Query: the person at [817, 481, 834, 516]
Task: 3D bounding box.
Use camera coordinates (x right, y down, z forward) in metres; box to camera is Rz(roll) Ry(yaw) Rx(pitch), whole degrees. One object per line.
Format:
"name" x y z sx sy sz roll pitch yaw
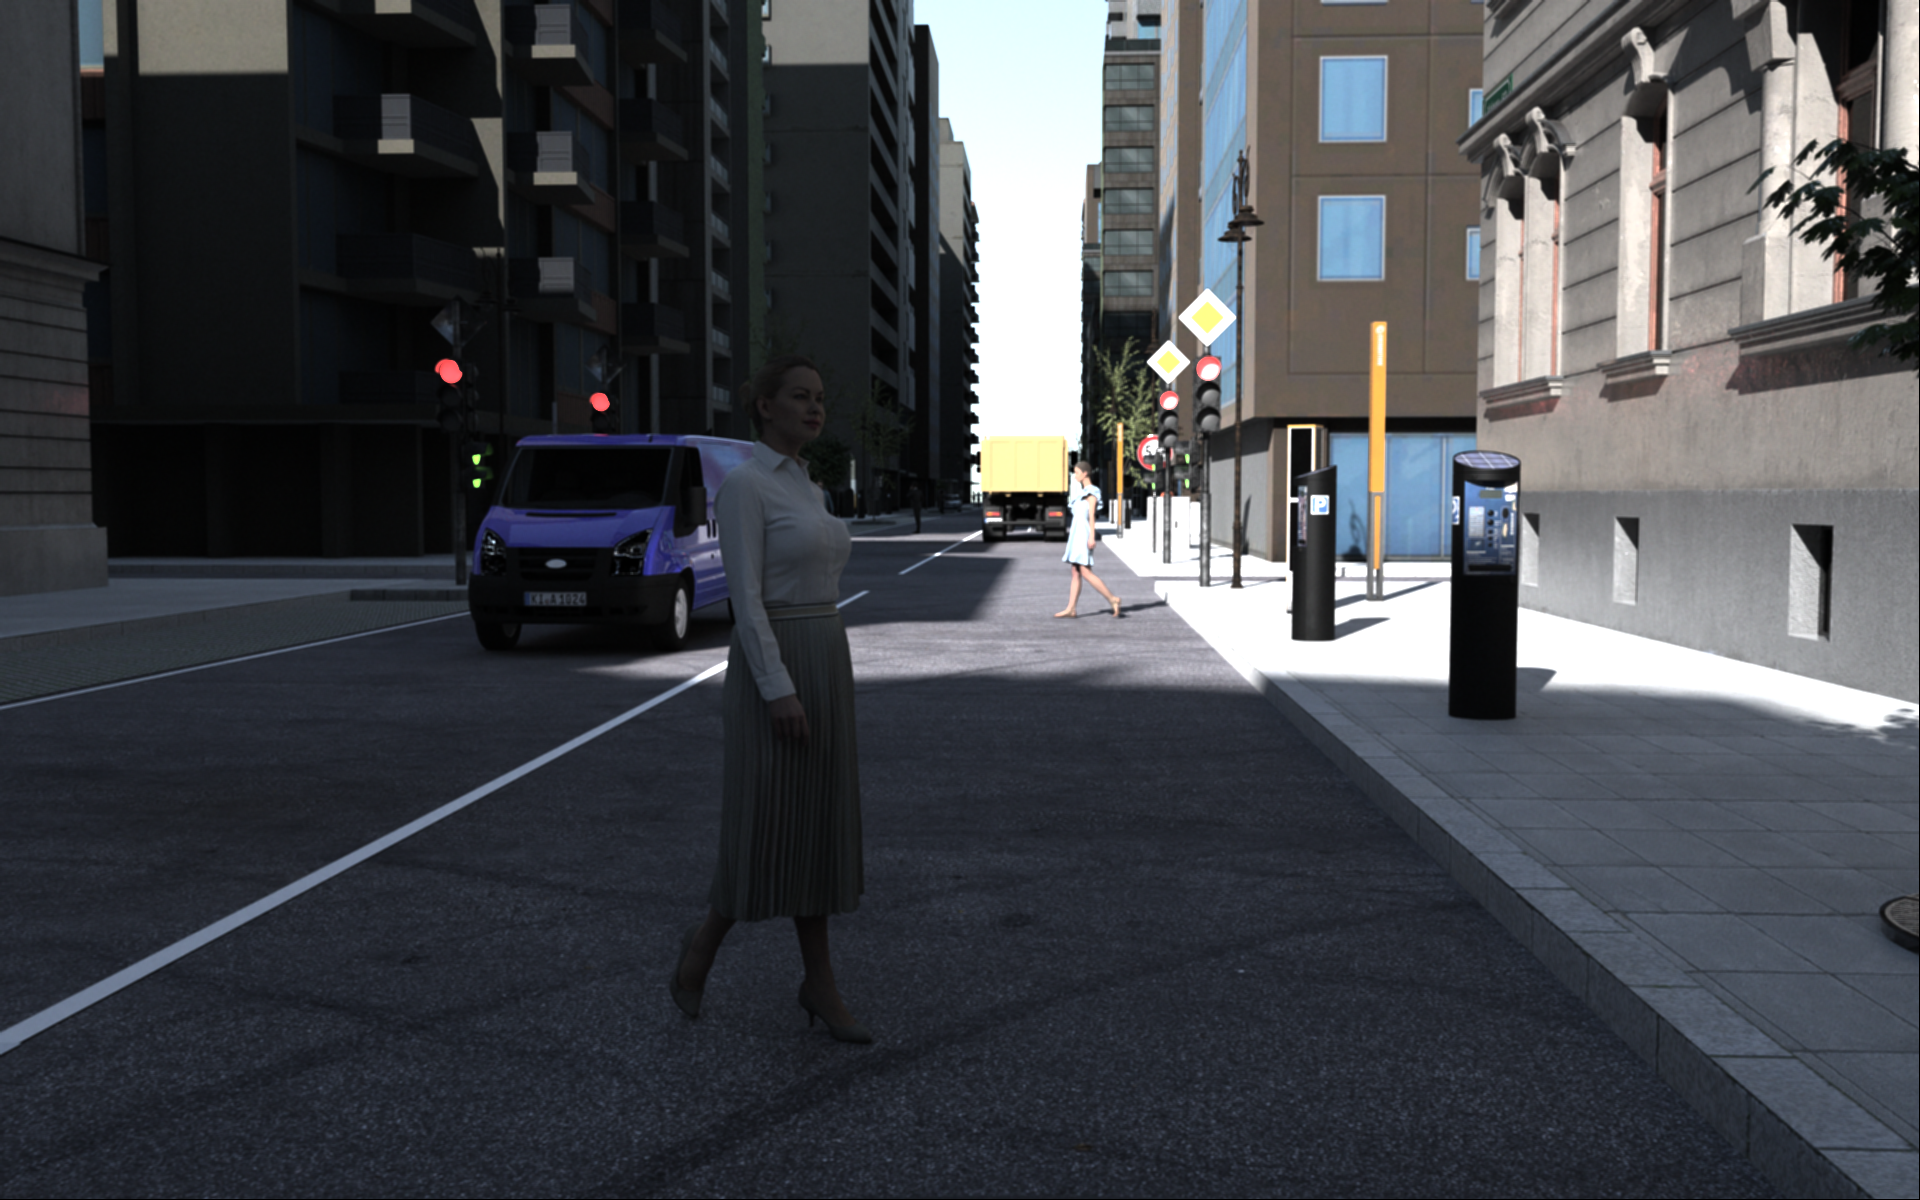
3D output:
"person" -3.992 -2.545 50.130 0.660 1.820 0.620 -1 4 -10

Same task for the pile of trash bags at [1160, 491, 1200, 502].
"pile of trash bags" 7.248 -2.884 56.912 1.912 1.369 3.447 1 4 23

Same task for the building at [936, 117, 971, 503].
"building" -9.661 -36.896 226.953 21.300 48.544 21.600 0 4 3

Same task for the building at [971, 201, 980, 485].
"building" -8.426 -36.551 252.225 22.147 44.769 28.867 0 4 3

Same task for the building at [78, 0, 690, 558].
"building" -19.955 -23.995 46.937 22.147 44.769 28.867 0 4 3

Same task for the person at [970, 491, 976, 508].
"person" 1.339 -10.618 182.626 0.750 1.759 0.617 1 4 13

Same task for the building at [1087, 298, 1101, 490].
"building" 26.393 -19.681 166.818 27.650 21.520 28.899 0 4 3

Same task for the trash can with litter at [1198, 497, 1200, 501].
"trash can with litter" 10.998 -3.981 76.155 2.233 1.210 1.678 2 4 34

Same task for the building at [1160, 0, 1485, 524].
"building" 17.659 -26.841 88.966 14.600 45.320 14.200 0 4 3

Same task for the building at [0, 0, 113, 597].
"building" -21.112 -9.455 19.217 19.286 19.102 10.561 0 4 3

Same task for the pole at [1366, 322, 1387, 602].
"pole" 4.965 -1.639 20.645 0.158 3.312 0.155 0 3 0

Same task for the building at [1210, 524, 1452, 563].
"building" 12.885 -23.677 37.233 14.200 45.320 14.600 0 4 3

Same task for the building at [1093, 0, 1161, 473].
"building" 22.601 -31.554 135.512 23.786 49.044 30.456 0 4 3

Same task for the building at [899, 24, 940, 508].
"building" -9.301 -31.422 163.867 14.600 45.320 14.200 0 4 3

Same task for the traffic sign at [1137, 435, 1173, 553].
"traffic sign" 4.212 -2.283 37.436 0.768 2.556 0.104 1 4 11

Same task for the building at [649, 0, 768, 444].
"building" -16.913 -24.160 78.617 14.154 41.232 14.086 0 4 3

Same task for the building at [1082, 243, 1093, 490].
"building" 21.112 -26.214 200.292 14.160 30.474 14.107 0 4 3

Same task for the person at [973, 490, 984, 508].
"person" 1.936 -10.444 179.240 1.348 1.826 0.705 -1 4 -19

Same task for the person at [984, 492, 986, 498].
"person" 3.218 -12.382 211.870 0.541 1.710 0.530 0 4 -7

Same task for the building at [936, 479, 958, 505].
"building" -16.620 -31.346 204.392 32.217 40.220 23.993 0 4 3

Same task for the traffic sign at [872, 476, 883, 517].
"traffic sign" -4.692 -5.890 98.437 0.606 2.300 0.079 0 4 8

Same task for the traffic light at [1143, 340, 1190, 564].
"traffic light" 3.793 -2.622 31.791 0.839 4.253 0.868 0 4 3

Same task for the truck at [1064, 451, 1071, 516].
"truck" 6.202 -7.923 118.460 2.839 4.237 11.283 0 4 3

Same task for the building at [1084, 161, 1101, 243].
"building" 23.420 -35.392 228.777 14.600 45.320 14.200 0 4 3

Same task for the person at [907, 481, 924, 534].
"person" -1.632 -3.369 62.948 0.474 1.900 0.648 2 4 28

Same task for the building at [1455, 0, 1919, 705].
"building" 12.066 -13.611 9.924 14.401 28.519 23.554 0 4 3

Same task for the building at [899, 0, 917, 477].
"building" -17.964 -33.885 143.266 28.713 52.752 27.495 0 4 3

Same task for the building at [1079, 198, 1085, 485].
"building" 28.452 -36.443 250.474 22.147 44.769 28.867 0 4 3

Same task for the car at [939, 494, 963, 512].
"car" -0.759 -7.686 137.674 2.014 1.417 4.499 0 4 2

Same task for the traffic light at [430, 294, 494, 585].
"traffic light" -7.033 -2.167 24.359 0.839 4.253 0.868 0 4 3

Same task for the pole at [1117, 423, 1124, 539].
"pole" 4.614 -3.425 49.846 0.158 3.312 0.155 0 3 0

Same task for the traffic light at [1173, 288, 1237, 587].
"traffic light" 3.364 -2.134 23.818 0.839 4.253 0.868 0 4 3

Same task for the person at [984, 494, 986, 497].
"person" 3.161 -11.749 200.696 1.348 1.812 0.705 -3 4 -37

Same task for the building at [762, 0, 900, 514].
"building" -15.733 -30.277 118.734 21.300 48.544 21.600 0 4 3

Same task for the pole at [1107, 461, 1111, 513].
"pole" 9.180 -6.885 106.413 0.158 3.312 0.155 0 3 0

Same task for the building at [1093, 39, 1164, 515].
"building" 16.223 -20.918 113.713 14.160 30.474 14.107 0 4 3

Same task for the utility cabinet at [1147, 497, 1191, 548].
"utility cabinet" 5.011 -1.859 41.563 1.020 1.237 0.306 1 4 13

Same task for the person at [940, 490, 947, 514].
"person" -1.192 -7.015 123.908 0.721 1.735 1.217 1 4 20

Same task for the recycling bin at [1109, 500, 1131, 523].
"recycling bin" 7.068 -3.905 76.403 0.722 1.027 0.722 -2 4 -25

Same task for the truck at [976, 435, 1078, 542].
"truck" 2.104 -3.632 55.310 3.469 3.379 9.791 0 4 3

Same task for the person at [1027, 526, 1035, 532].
"person" 2.649 -3.469 65.883 0.731 1.740 0.598 2 4 35

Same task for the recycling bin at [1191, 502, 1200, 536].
"recycling bin" 7.098 -2.471 52.958 0.722 1.027 0.722 2 4 25

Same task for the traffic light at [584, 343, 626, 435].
"traffic light" -6.604 -2.655 32.332 0.839 4.253 0.868 0 4 3
